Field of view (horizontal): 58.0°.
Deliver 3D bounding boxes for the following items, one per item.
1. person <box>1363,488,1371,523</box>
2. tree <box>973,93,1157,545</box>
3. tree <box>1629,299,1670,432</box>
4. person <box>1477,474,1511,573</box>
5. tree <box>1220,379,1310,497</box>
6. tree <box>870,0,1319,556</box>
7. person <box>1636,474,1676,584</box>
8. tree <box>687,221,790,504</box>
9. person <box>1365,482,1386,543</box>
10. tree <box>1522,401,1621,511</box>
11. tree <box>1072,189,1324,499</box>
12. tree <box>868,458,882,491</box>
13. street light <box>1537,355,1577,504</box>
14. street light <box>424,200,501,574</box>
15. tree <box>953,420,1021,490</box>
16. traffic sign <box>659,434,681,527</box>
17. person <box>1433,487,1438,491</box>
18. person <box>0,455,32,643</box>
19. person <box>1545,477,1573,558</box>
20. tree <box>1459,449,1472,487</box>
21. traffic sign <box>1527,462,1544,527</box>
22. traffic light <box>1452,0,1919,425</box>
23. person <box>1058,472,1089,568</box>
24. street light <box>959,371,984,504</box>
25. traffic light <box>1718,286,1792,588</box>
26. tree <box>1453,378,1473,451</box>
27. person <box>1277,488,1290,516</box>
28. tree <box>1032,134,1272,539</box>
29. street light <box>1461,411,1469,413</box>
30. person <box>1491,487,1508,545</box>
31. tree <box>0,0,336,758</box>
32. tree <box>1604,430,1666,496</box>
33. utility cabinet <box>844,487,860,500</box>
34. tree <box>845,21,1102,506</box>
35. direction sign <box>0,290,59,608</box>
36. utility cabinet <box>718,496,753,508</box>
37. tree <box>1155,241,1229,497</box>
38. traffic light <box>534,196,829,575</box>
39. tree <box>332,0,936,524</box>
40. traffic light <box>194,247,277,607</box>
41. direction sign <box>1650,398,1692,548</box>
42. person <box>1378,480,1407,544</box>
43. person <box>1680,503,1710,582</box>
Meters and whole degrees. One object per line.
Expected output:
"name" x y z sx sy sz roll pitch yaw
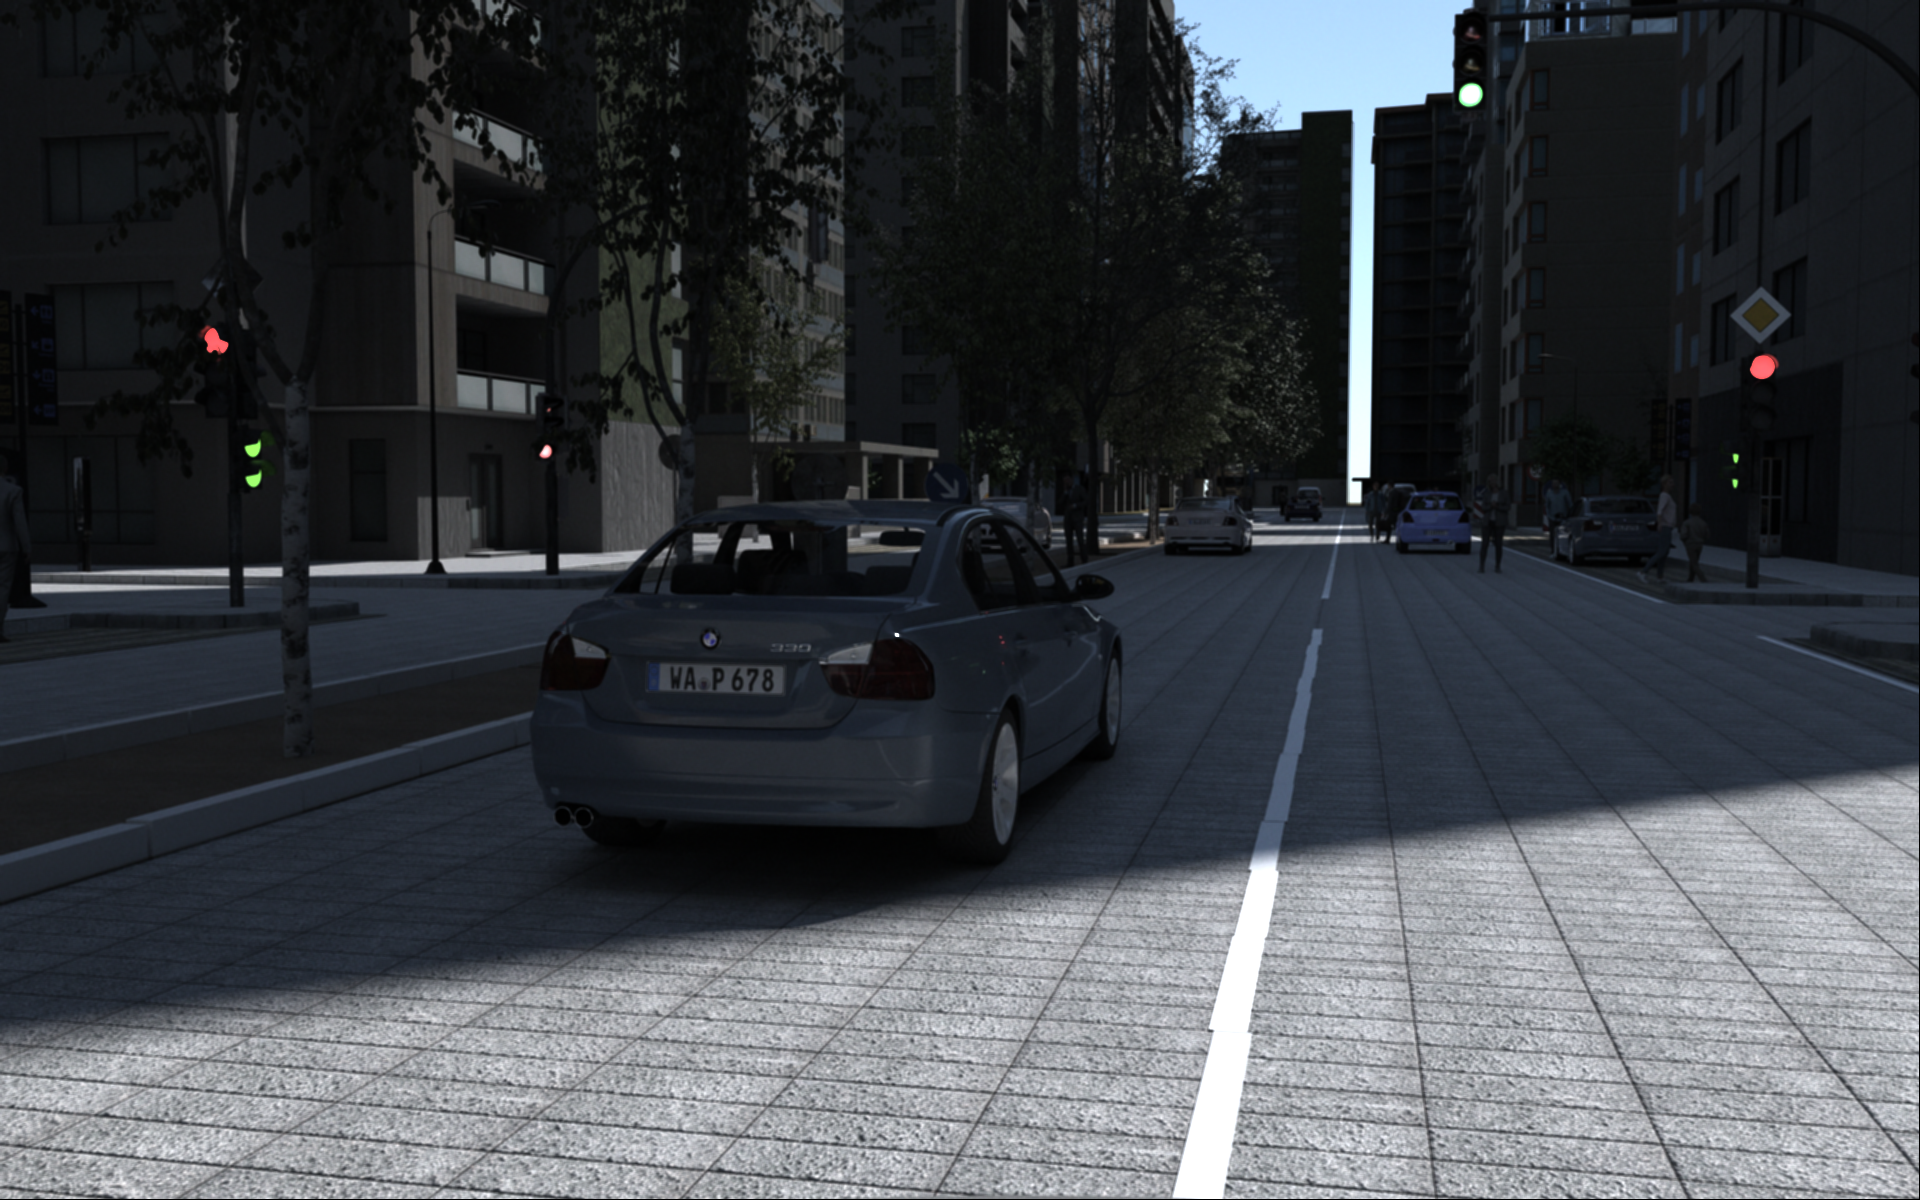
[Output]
"person" 20.356 -4.711 86.369 0.563 1.720 0.643 2 4 34
"tree" 1.337 -4.845 32.042 4.360 8.622 3.978 0 3 0
"tree" 26.912 -6.916 63.441 4.360 8.622 3.978 0 3 0
"person" 9.719 -1.393 31.460 0.537 1.800 0.526 2 4 35
"tree" 13.215 -9.115 85.900 8.767 10.594 7.601 1 4 13
"tree" 3.093 -7.777 39.974 12.009 13.543 11.850 0 3 0
"person" 11.056 -1.119 27.463 0.598 1.740 0.731 1 4 12
"tree" -5.214 -5.818 45.488 4.737 8.622 4.395 0 3 0
"person" 12.241 -2.578 50.988 0.601 1.785 0.444 1 4 17
"tree" 21.457 -4.737 61.163 4.285 4.588 4.351 0 3 0
"tree" 8.296 -8.772 62.887 9.611 12.733 9.660 0 3 0
"tree" -4.253 -5.061 77.350 1.663 3.219 1.824 0 3 0
"street light" 19.931 -5.212 57.756 1.470 5.913 1.316 1 4 13
"street light" -7.936 -3.370 27.648 1.470 5.913 1.316 1 4 13
"tree" 1.216 -5.658 76.230 4.285 4.588 4.351 0 3 0
"traffic sign" -6.079 -2.251 36.917 0.768 2.556 0.104 1 4 16
"person" 23.417 -4.693 85.459 0.478 1.798 0.641 -3 4 -39
"person" -9.232 -0.485 16.548 0.709 1.813 0.853 -1 4 -14
"person" 13.388 -1.842 38.639 0.660 1.820 0.620 2 4 32
"tree" 32.705 -7.571 107.496 4.285 4.588 4.351 0 3 0
"traffic sign" 22.231 -4.076 66.749 0.768 2.556 0.104 1 4 21
"traffic light" 6.980 -2.530 16.041 4.771 5.953 1.251 1 4 13
"person" 2.178 -1.525 33.233 0.655 1.846 0.447 2 4 33
"street light" 0.524 -5.673 65.287 1.470 5.913 1.316 1 4 13
"traffic light" 10.787 -2.116 23.517 0.839 4.253 0.868 1 4 13
"tree" 30.712 -9.186 100.557 4.360 8.622 3.978 0 3 0
"person" 21.348 -6.477 114.413 0.705 1.823 1.348 -2 4 -30
"tree" 6.061 -8.193 54.545 7.486 12.596 7.792 0 3 0
"street light" 28.621 -7.584 96.540 1.470 5.913 1.316 1 4 13
"person" 14.909 -2.403 48.139 0.444 1.785 0.601 -3 4 -37
"tree" -3.555 -3.460 9.391 4.360 8.622 3.978 0 3 0
"tree" 20.253 -3.525 52.233 1.663 3.219 1.824 0 3 0
"utility cabinet" -3.219 -2.541 50.218 0.318 1.500 1.173 1 4 17
"tree" 0.244 -4.526 26.821 4.737 8.622 4.395 0 3 0
"direction sign" -10.541 -1.681 19.486 0.379 3.537 0.876 2 4 26
"utility cabinet" -6.485 -2.386 50.168 1.020 1.237 0.306 -1 4 -22
"tree" 5.447 -5.861 48.642 4.360 8.622 3.978 0 3 0
"traffic light" -4.391 -3.196 26.927 4.771 5.953 1.251 1 4 13
"tree" -2.319 -3.794 14.845 4.360 8.622 3.978 0 3 0
"traffic light" -8.198 -1.874 19.557 0.839 4.253 0.868 1 4 13
"direction sign" 16.860 -3.006 41.149 0.876 3.537 0.379 2 4 28
"person" 12.372 -2.502 49.378 0.822 1.834 0.622 2 4 31
"person" 10.936 -0.798 25.818 0.475 1.303 0.640 -2 4 -24
